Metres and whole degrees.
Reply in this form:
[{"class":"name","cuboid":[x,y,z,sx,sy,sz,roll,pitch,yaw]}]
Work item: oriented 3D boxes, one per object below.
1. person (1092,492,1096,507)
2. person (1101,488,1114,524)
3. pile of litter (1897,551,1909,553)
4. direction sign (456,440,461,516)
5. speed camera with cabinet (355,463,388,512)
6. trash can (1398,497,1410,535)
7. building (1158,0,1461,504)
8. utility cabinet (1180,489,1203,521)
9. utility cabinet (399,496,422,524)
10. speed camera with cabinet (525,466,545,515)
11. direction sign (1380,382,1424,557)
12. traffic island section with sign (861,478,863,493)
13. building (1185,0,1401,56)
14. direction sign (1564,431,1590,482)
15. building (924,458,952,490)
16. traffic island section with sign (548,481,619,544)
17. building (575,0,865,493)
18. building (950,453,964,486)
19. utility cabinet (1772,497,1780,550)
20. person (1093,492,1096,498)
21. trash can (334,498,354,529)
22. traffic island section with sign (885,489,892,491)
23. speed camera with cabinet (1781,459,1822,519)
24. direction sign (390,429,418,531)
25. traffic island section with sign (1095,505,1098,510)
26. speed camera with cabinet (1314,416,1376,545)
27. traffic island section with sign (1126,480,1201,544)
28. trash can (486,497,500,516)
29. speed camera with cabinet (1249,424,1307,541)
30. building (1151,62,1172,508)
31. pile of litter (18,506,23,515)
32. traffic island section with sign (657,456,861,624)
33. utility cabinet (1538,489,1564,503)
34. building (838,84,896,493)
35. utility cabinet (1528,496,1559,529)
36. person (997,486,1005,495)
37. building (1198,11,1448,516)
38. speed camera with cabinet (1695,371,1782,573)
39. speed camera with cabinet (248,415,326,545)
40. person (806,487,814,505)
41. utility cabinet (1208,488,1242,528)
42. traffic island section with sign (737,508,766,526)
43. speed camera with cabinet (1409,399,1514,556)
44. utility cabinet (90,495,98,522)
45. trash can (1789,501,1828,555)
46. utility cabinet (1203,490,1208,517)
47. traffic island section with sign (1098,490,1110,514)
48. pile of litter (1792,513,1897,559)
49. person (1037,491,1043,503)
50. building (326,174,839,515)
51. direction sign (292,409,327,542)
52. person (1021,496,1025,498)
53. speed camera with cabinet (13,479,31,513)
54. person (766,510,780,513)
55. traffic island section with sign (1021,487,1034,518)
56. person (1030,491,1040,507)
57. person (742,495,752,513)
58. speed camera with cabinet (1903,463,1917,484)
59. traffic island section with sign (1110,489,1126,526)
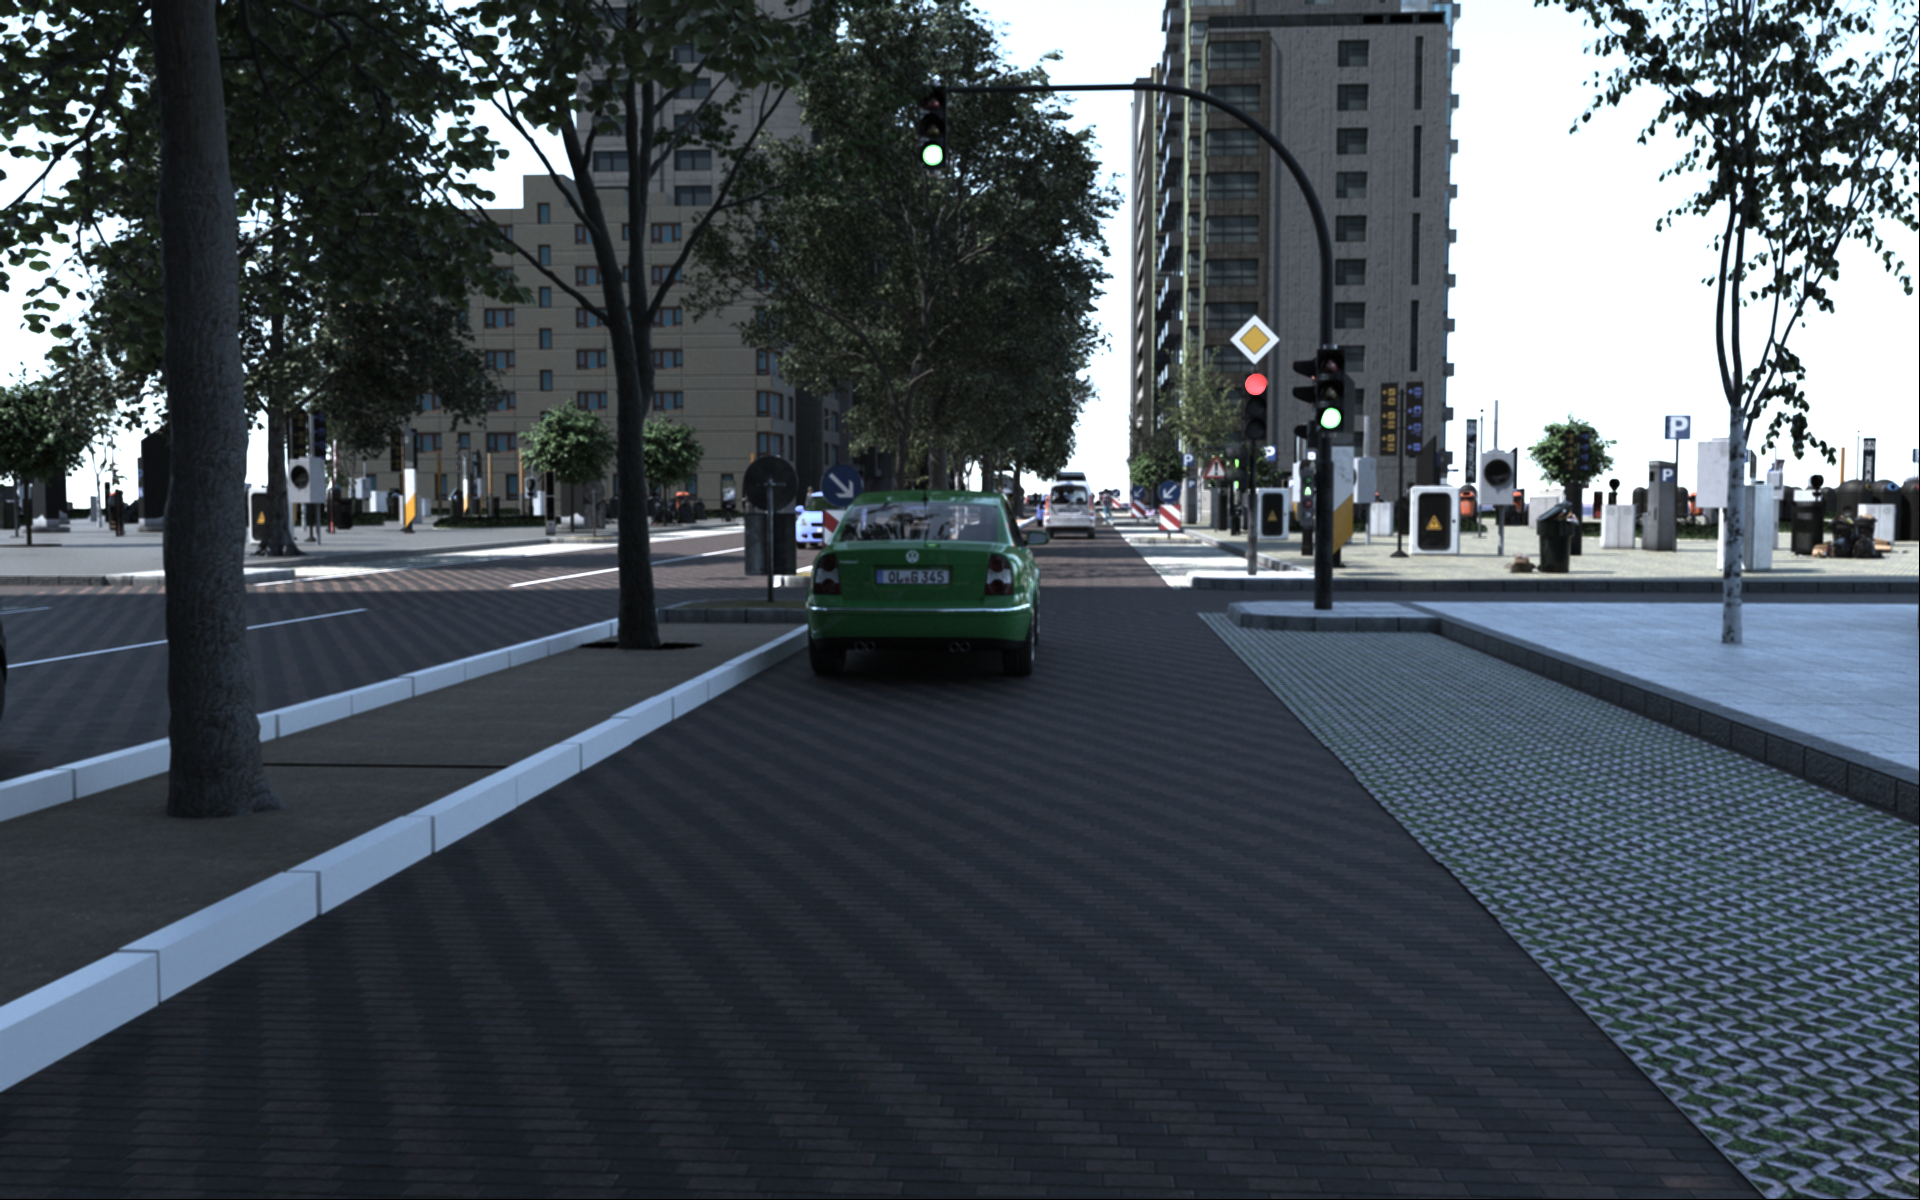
[{"class":"person","cuboid":[14.816,-11.231,193.050,0.530,1.710,0.541,-2,4,-29]},{"class":"person","cuboid":[7.040,-4.491,82.760,0.563,1.720,0.643,-3,4,-37]},{"class":"pile of litter","cuboid":[20.023,-1.482,38.192,1.719,0.858,1.176,2,4,33]},{"class":"direction sign","cuboid":[-21.162,-4.962,73.121,0.379,3.537,0.876,-2,4,-25]},{"class":"speed camera with cabinet","cuboid":[-33.536,-6.389,98.792,0.660,3.252,2.038,2,4,27]},{"class":"trash can","cuboid":[14.107,-2.615,54.412,0.748,1.137,0.748,0,3,0]},{"class":"building","cuboid":[28.163,-32.113,144.655,23.786,49.044,30.456,0,4,4]},{"class":"utility cabinet","cuboid":[11.007,-4.546,83.003,0.318,1.500,1.173,-2,4,-33]},{"class":"utility cabinet","cuboid":[-23.582,-3.865,74.359,0.306,1.237,1.020,2,4,31]},{"class":"speed camera with cabinet","cuboid":[-23.976,-6.339,97.974,0.660,3.252,2.038,1,4,15]},{"class":"direction sign","cuboid":[8.948,-2.640,35.157,0.876,3.537,0.379,2,4,34]},{"class":"traffic island section with sign","cuboid":[-1.776,-1.179,27.419,2.006,1.907,1.989,0,4,4]},{"class":"building","cuboid":[22.795,-26.839,122.406,14.154,41.232,14.086,0,4,4]},{"class":"direction sign","cuboid":[22.012,-4.273,61.861,0.876,3.537,0.379,0,3,0]},{"class":"building","cuboid":[-15.972,-23.817,234.448,27.650,21.520,28.899,0,4,4]},{"class":"traffic island section with sign","cuboid":[-10.773,-2.565,50.570,1.989,1.847,2.006,0,4,4]},{"class":"building","cuboid":[-18.676,-43.065,142.364,20.563,71.187,20.611,0,4,4]},{"class":"building","cuboid":[-6.857,-29.602,255.689,14.160,30.474,14.107,0,4,4]},{"class":"utility cabinet","cuboid":[18.731,-1.773,40.147,0.306,1.237,1.020,3,4,36]},{"class":"person","cuboid":[17.410,-13.355,227.376,1.217,1.766,0.721,-3,5,-44]},{"class":"trash can","cuboid":[-22.541,-3.161,63.329,0.748,1.137,0.748,0,3,0]},{"class":"traffic island section with sign","cuboid":[-5.304,-7.312,128.185,1.989,1.847,2.006,0,4,4]},{"class":"speed camera with cabinet","cuboid":[33.716,-4.632,70.072,2.038,3.252,0.660,1,4,23]},{"class":"direction sign","cuboid":[-19.234,-4.157,59.967,0.876,3.537,0.379,-1,4,-19]},{"class":"traffic island section with sign","cuboid":[13.223,-8.893,154.032,1.989,1.847,2.006,0,4,4]},{"class":"speed camera with cabinet","cuboid":[9.875,-3.066,44.467,0.660,3.252,2.038,-1,4,-19]},{"class":"traffic island section with sign","cuboid":[5.906,-2.530,49.997,1.989,1.847,2.006,0,4,4]},{"class":"trash can","cuboid":[-23.856,-4.702,88.539,0.748,1.137,0.748,0,3,0]},{"class":"speed camera with cabinet","cuboid":[9.089,-3.298,48.260,2.038,3.252,0.660,-1,4,-18]},{"class":"building","cuboid":[25.591,-29.588,167.358,14.154,41.232,14.086,0,4,4]},{"class":"pile of litter","cuboid":[-42.171,-3.903,77.782,1.719,0.858,1.176,3,4,38]},{"class":"traffic island section with sign","cuboid":[-2.305,-0.727,20.030,2.006,1.907,1.989,0,4,4]},{"class":"utility cabinet","cuboid":[25.844,-4.093,75.598,0.318,1.500,1.173,-3,5,-44]},{"class":"building","cuboid":[-13.563,-29.214,161.244,14.154,41.232,14.086,0,4,4]},{"class":"utility cabinet","cuboid":[21.398,-3.201,63.506,1.020,1.237,0.306,2,4,30]},{"class":"person","cuboid":[1.929,-4.595,83.638,0.555,1.821,0.388,-1,4,-16]},{"class":"building","cuboid":[21.939,-20.590,108.346,14.160,30.474,14.107,0,4,4]},{"class":"speed camera with cabinet","cuboid":[12.822,-2.098,28.633,0.660,3.252,2.038,3,5,44]},{"class":"speed camera with cabinet","cuboid":[-16.960,-3.013,43.593,2.038,3.252,0.660,1,4,23]},{"class":"person","cuboid":[-7.534,-4.860,88.137,0.709,1.800,0.728,3,5,40]},{"class":"utility cabinet","cuboid":[9.997,-3.440,64.925,1.173,1.500,0.318,3,4,38]},{"class":"traffic island section with sign","cuboid":[-8.858,-4.229,77.780,1.989,1.847,2.006,0,4,4]},{"class":"speed camera with cabinet","cuboid":[10.480,-2.560,36.185,2.038,3.252,0.660,1,4,11]},{"class":"utility cabinet","cuboid":[-40.708,-4.297,81.425,0.306,1.237,1.020,-2,4,-24]},{"class":"trash can","cuboid":[17.812,-1.513,36.395,0.748,1.137,0.748,0,3,0]},{"class":"utility cabinet","cuboid":[13.572,-5.351,96.160,1.173,1.500,0.318,3,5,44]},{"class":"traffic island section with sign","cuboid":[11.285,-7.207,126.461,1.989,1.847,2.006,0,4,4]},{"class":"pile of litter","cuboid":[17.745,-1.281,34.902,1.719,0.858,1.176,3,4,38]},{"class":"person","cuboid":[9.134,-11.473,196.798,1.217,1.736,0.721,2,4,28]},{"class":"building","cuboid":[-24.075,-16.766,119.167,27.650,21.520,28.899,0,4,4]},{"class":"direction sign","cuboid":[-17.480,-3.338,46.579,0.876,3.537,0.379,-3,4,-36]},{"class":"person","cuboid":[7.971,-12.662,218.706,0.628,1.438,0.799,-3,5,-43]},{"class":"speed camera with cabinet","cuboid":[-44.846,-5.378,82.271,2.038,3.252,0.660,3,5,41]},{"class":"person","cuboid":[-5.304,-2.490,49.392,0.537,1.800,0.526,-1,4,-21]},{"class":"traffic island section with sign","cuboid":[3.490,-5.764,102.373,2.006,1.907,1.989,0,4,4]},{"class":"person","cuboid":[8.382,-11.265,192.698,1.348,1.821,0.705,-2,4,-31]},{"class":"person","cuboid":[-9.270,-4.109,75.492,0.447,1.846,0.655,0,4,-3]},{"class":"speed camera with cabinet","cuboid":[49.831,-5.918,91.101,0.660,3.252,2.038,1,4,19]},{"class":"traffic island section with sign","cuboid":[7.783,-4.175,76.887,1.989,1.847,2.006,0,4,4]}]
